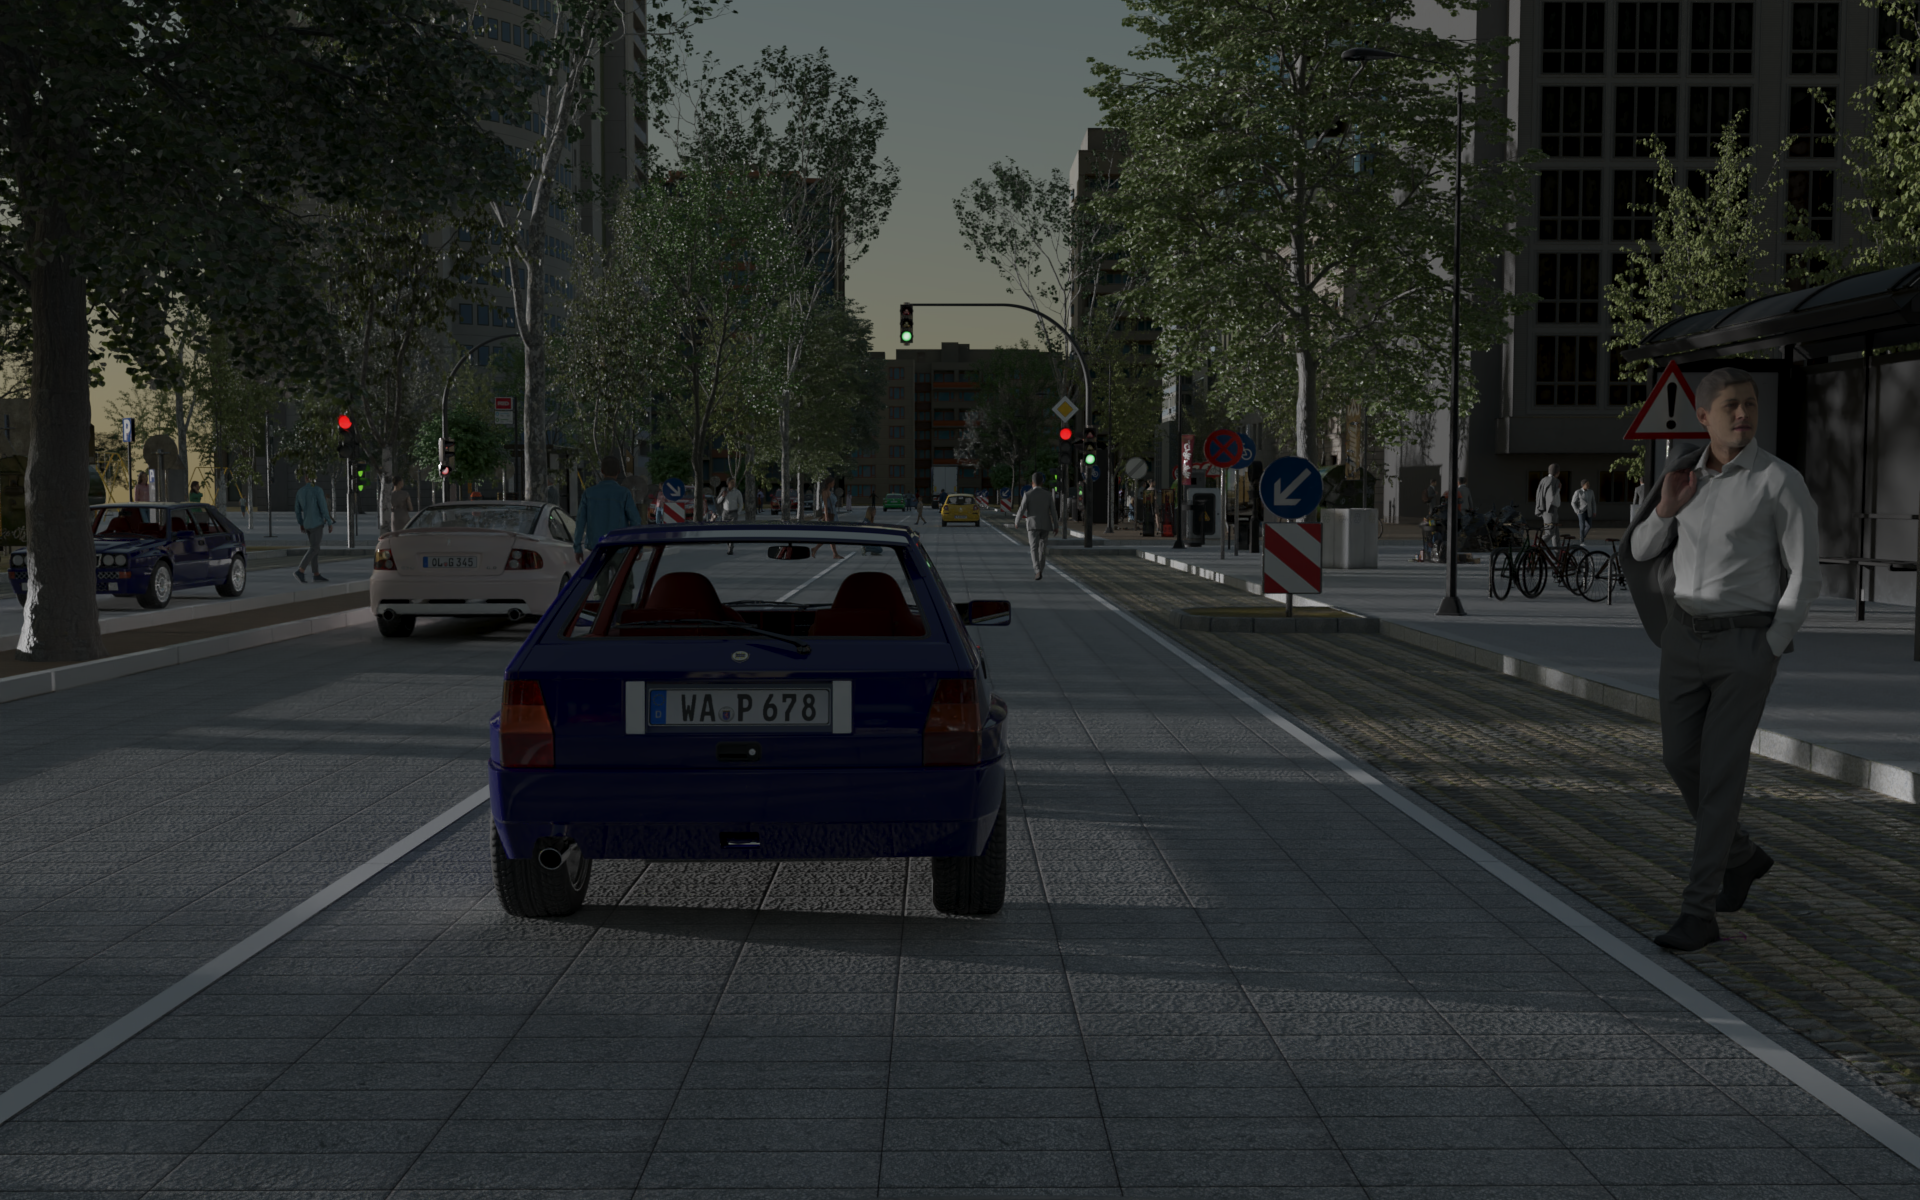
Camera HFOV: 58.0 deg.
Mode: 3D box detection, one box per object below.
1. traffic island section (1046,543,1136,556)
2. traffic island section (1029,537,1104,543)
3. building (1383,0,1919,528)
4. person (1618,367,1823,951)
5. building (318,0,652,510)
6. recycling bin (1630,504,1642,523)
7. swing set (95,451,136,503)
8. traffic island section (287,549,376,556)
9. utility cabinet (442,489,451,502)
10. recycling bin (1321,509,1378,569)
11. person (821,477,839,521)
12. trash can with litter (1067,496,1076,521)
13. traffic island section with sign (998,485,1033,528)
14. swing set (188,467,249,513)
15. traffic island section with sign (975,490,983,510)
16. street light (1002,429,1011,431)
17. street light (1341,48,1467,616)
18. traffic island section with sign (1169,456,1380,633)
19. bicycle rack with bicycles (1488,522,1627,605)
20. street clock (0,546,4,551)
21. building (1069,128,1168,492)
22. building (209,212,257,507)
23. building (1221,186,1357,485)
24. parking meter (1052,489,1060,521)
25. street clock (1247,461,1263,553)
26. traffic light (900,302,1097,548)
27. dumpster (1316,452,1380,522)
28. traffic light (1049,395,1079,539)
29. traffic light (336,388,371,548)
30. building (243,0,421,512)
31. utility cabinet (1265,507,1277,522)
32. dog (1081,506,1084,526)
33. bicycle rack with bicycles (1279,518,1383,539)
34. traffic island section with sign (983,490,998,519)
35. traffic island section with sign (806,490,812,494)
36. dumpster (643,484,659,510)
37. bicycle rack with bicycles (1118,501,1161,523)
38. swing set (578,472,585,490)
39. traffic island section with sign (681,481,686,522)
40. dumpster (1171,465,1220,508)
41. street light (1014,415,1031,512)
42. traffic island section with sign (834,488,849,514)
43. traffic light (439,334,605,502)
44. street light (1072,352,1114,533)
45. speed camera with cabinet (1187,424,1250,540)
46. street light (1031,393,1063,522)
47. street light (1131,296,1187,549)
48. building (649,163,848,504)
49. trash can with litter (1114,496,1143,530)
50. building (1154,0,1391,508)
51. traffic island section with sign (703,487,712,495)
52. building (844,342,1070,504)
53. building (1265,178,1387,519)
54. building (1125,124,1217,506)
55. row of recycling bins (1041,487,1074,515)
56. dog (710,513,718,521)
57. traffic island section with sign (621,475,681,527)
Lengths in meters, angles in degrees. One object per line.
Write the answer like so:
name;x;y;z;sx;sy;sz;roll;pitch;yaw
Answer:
traffic island section;3.089;-1.177;41.531;2.009;0.180;2.903;0;4;-1
traffic island section;3.013;-1.666;49.515;2.009;0.180;2.903;0;4;-1
building;30.995;-16.921;70.158;24.014;27.812;14.314;0;4;-1
person;2.453;0.180;5.656;0.850;1.850;0.679;-3;5;-40
building;-46.131;-38.692;174.610;28.212;58.520;21.231;0;4;-1
recycling bin;16.575;-1.782;41.691;0.722;1.027;0.722;2;4;31
swing set;-31.708;-4.068;64.124;2.862;2.851;3.119;0;4;-6
traffic island section;-14.552;-1.167;41.367;2.009;0.180;2.903;0;4;-1
utility cabinet;-20.679;-3.758;70.129;0.318;1.500;1.173;0;4;-4
recycling bin;6.726;-1.063;29.937;0.722;1.027;0.722;-2;4;-33
person;-2.928;-1.808;38.153;0.778;1.811;0.616;1;4;12
trash can with litter;5.753;-4.444;83.724;2.233;1.210;1.678;1;4;21
traffic island section with sign;2.779;-4.018;74.322;1.989;1.847;2.006;0;4;-1
swing set;-43.418;-6.316;100.887;2.862;2.851;3.119;1;4;13
traffic island section with sign;2.041;-8.724;151.265;1.989;1.847;2.006;0;4;-1
street light;3.720;-9.298;124.558;1.470;5.913;1.316;0;4;-1
street light;4.670;-2.793;18.206;1.470;5.913;1.316;0;4;-1
traffic island section with sign;3.312;-0.614;18.669;1.989;1.847;2.006;0;4;-1
bicycle rack with bicycles;7.586;-0.478;21.202;2.925;0.926;2.852;-2;4;-30
street clock;-21.547;-2.095;38.818;0.358;2.002;0.471;-1;4;-18
building;25.453;-37.225;232.330;21.600;48.544;21.300;0;4;-1
building;-67.679;-24.915;179.062;14.107;30.474;14.160;0;4;-1
building;24.102;-15.997;116.303;10.420;20.320;16.860;0;4;-1
parking meter;4.546;-4.488;81.785;0.372;1.533;0.369;0;3;0
street clock;6.404;-2.021;37.615;0.358;2.002;0.471;0;4;-4
traffic light;0.958;-4.073;41.255;4.771;5.953;1.251;0;4;-1
dumpster;9.100;-2.381;41.422;1.502;2.255;1.985;0;4;-1
traffic light;2.972;-3.699;49.401;0.839;4.253;0.868;0;4;-1
traffic light;-14.511;-3.200;41.233;0.839;4.253;0.868;0;4;-1
building;-41.807;-36.437;137.743;21.231;58.520;28.212;0;4;-1
utility cabinet;9.626;-2.708;55.430;1.020;1.237;0.306;2;4;24
dog;5.107;-3.385;69.718;0.513;0.831;0.800;-1;4;-11
bicycle rack with bicycles;10.445;-2.224;49.748;2.852;0.926;2.925;-1;4;-14
traffic island section with sign;2.530;-5.667;101.276;1.989;1.847;2.006;0;4;-1
traffic island section with sign;-15.538;-10.405;178.752;1.989;1.847;2.006;0;4;-1
dumpster;-17.686;-5.789;100.411;1.264;1.857;1.865;0;4;-1
bicycle rack with bicycles;8.542;-3.936;77.728;2.925;0.926;2.852;2;4;25
swing set;-19.433;-5.231;83.154;2.862;2.851;3.119;-3;5;-44
traffic island section with sign;-8.000;-2.504;49.071;2.006;1.907;1.989;0;4;-1
dumpster;7.919;-3.408;58.214;1.502;2.255;1.985;0;4;-1
street light;3.892;-7.906;101.798;1.470;5.913;1.316;0;4;-1
traffic island section with sign;-8.729;-7.099;124.206;2.006;1.907;1.989;0;4;-1
traffic light;-12.497;-4.563;49.273;4.771;5.953;1.251;0;4;-1
street light;4.350;-5.138;56.552;1.470;5.913;1.316;0;4;-1
speed camera with cabinet;7.464;-3.343;48.999;2.038;3.252;0.660;0;4;5
street light;4.142;-6.537;79.427;1.470;5.913;1.316;0;4;-1
street light;4.616;-4.161;40.579;1.470;5.913;1.316;0;4;-1
building;-29.676;-35.320;232.099;28.867;44.769;22.147;0;4;-1
trash can with litter;6.120;-3.133;62.283;2.233;1.210;1.678;-2;4;-28
building;29.513;-50.868;144.357;22.319;86.520;31.000;0;4;-1
traffic island section with sign;-14.798;-5.664;101.228;1.989;1.847;2.006;0;4;-1
building;-0.543;-23.916;236.067;28.899;21.520;27.650;0;4;-1
building;24.232;-14.292;98.301;10.561;19.102;19.286;0;4;-1
building;33.317;-29.442;173.253;32.217;40.220;23.993;0;4;-1
row of recycling bins;6.336;-5.931;104.082;3.534;1.692;1.069;0;3;0
dog;-7.886;-2.376;55.688;0.513;0.831;0.800;1;4;17
traffic island section with sign;-7.939;-2.051;41.664;2.006;1.907;1.989;0;4;-1
